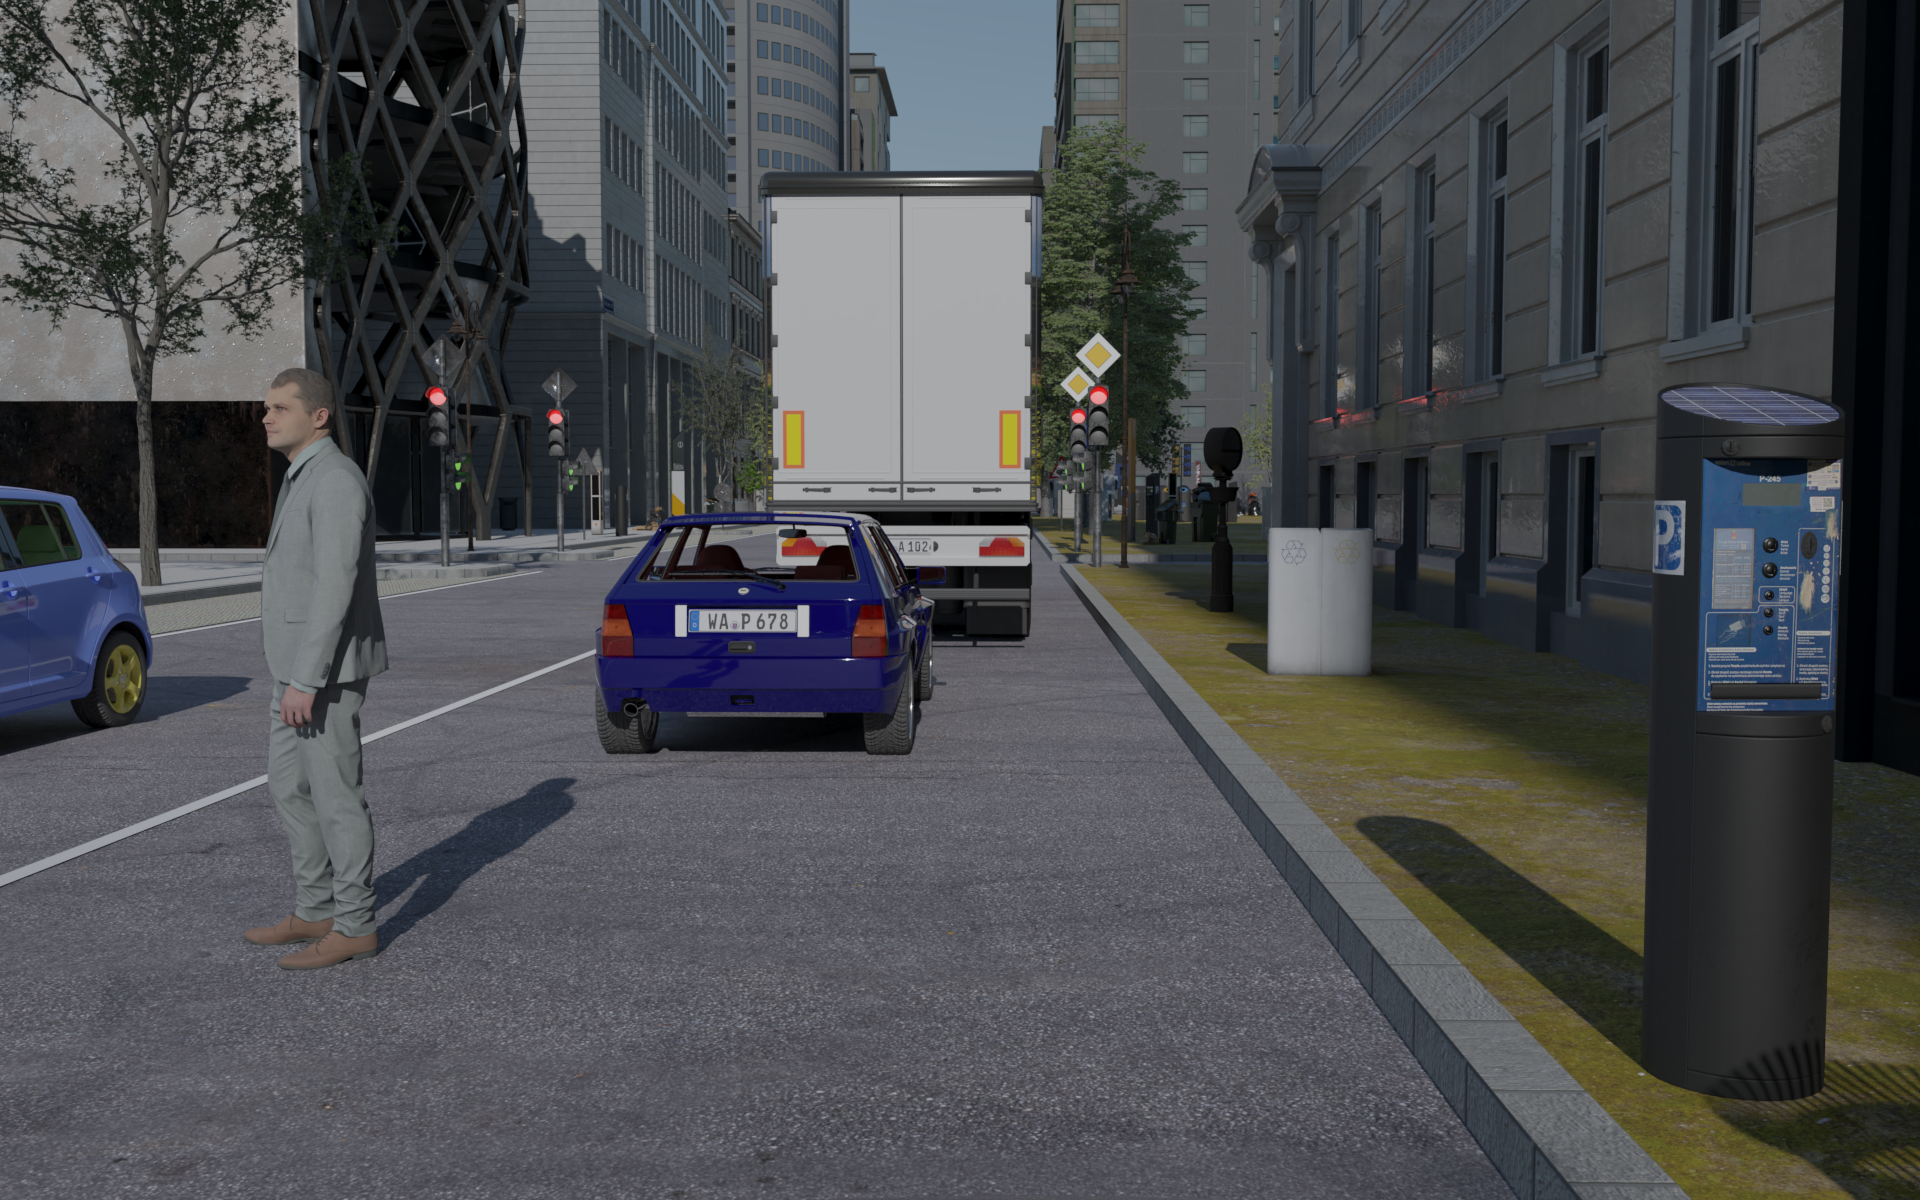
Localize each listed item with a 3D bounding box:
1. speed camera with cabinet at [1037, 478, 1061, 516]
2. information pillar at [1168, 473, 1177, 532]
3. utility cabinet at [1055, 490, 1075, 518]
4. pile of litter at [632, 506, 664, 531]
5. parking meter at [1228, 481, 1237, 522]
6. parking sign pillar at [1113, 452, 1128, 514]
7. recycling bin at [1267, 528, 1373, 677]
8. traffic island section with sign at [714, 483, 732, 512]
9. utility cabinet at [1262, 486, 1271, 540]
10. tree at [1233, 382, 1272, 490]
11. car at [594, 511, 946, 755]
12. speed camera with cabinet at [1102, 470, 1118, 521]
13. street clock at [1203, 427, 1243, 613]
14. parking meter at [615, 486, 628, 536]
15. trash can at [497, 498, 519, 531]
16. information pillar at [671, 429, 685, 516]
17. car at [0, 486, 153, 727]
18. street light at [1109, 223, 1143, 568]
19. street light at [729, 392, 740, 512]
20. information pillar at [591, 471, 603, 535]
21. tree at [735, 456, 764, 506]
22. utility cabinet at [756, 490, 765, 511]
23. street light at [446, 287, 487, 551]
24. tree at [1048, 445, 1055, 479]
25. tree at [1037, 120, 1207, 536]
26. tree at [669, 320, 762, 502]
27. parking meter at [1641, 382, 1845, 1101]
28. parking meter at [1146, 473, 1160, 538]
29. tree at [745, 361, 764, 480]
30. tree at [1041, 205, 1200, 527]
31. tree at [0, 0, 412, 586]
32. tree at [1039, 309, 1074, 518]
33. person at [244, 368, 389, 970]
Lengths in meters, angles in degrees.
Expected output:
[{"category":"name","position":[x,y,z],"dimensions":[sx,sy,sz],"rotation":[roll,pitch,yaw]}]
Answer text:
[{"category":"speed camera with cabinet","position":[5.241,-6.558,101.556],"dimensions":[0.660,3.252,2.038],"rotation":[-2,4,-26]},{"category":"information pillar","position":[7.282,-3.356,59.355],"dimensions":[0.304,2.012,0.304],"rotation":[0,4,6]},{"category":"utility cabinet","position":[5.798,-5.115,92.312],"dimensions":[1.173,1.500,0.318],"rotation":[-2,4,-27]},{"category":"pile of litter","position":[-10.813,-2.858,60.689],"dimensions":[1.176,0.858,1.719],"rotation":[-2,4,-33]},{"category":"parking meter","position":[12.322,-4.442,78.341],"dimensions":[0.399,1.863,0.255],"rotation":[2,4,27]},{"category":"parking sign pillar","position":[10.421,-7.396,109.392],"dimensions":[1.447,3.967,1.447],"rotation":[2,4,24]},{"category":"recycling bin","position":[2.603,0.001,12.542],"dimensions":[0.722,1.027,0.722],"rotation":[1,4,11]},{"category":"traffic island section with sign","position":[-8.376,-3.208,61.072],"dimensions":[1.989,1.847,2.006],"rotation":[0,4,1]},{"category":"utility cabinet","position":[8.641,-2.333,46.829],"dimensions":[0.318,1.500,1.173],"rotation":[-2,4,-29]},{"category":"tree","position":[19.697,-9.773,110.154],"dimensions":[4.737,8.622,4.395],"rotation":[0,3,0]},{"category":"car","position":[-1.080,0.105,10.871],"dimensions":[1.945,1.354,3.894],"rotation":[0,4,2]},{"category":"speed camera with cabinet","position":[6.993,-5.381,82.311],"dimensions":[0.660,3.252,2.038],"rotation":[1,4,19]},{"category":"street clock","position":[2.853,-0.871,18.810],"dimensions":[0.358,2.002,0.471],"rotation":[3,4,39]},{"category":"parking meter","position":[-10.387,-2.735,53.129],"dimensions":[0.372,1.533,0.369],"rotation":[0,3,0]},{"category":"trash can","position":[-15.830,-2.999,60.693],"dimensions":[0.748,1.137,0.748],"rotation":[0,3,0]},{"category":"information pillar","position":[-10.191,-4.362,62.670],"dimensions":[0.504,3.616,0.183],"rotation":[-3,5,-40]},{"category":"car","position":[-6.040,0.010,9.422],"dimensions":[1.945,1.707,3.694],"rotation":[0,4,3]},{"category":"street light","position":[2.845,-3.491,29.860],"dimensions":[0.468,5.910,1.993],"rotation":[0,4,1]},{"category":"street light","position":[-9.997,-6.339,76.435],"dimensions":[0.468,5.910,1.993],"rotation":[0,4,1]},{"category":"information pillar","position":[-11.360,-3.041,54.210],"dimensions":[0.304,2.012,0.304],"rotation":[0,4,6]},{"category":"tree","position":[-10.457,-5.643,86.858],"dimensions":[1.663,3.219,1.824],"rotation":[0,3,0]},{"category":"utility cabinet","position":[-10.591,-5.230,94.185],"dimensions":[0.318,1.500,1.173],"rotation":[2,4,34]},{"category":"street light","position":[-11.003,-4.036,38.781],"dimensions":[0.468,5.910,1.993],"rotation":[0,4,1]},{"category":"tree","position":[5.677,-11.820,143.617],"dimensions":[4.737,8.622,4.395],"rotation":[0,3,0]},{"category":"tree","position":[3.922,-8.256,53.112],"dimensions":[7.486,12.596,7.792],"rotation":[0,3,0]},{"category":"tree","position":[-10.074,-7.482,72.695],"dimensions":[4.360,8.622,3.978],"rotation":[0,3,0]},{"category":"parking meter","position":[1.709,0.282,3.793],"dimensions":[0.372,1.533,0.369],"rotation":[0,3,0]},{"category":"parking meter","position":[5.304,-2.565,47.651],"dimensions":[0.255,1.863,0.399],"rotation":[3,4,37]},{"category":"tree","position":[-9.687,-8.647,91.743],"dimensions":[4.737,8.622,4.395],"rotation":[0,3,0]},{"category":"tree","position":[4.769,-9.166,66.873],"dimensions":[9.611,12.733,9.660],"rotation":[0,3,0]},{"category":"tree","position":[-11.428,-5.451,23.542],"dimensions":[8.767,10.594,7.601],"rotation":[1,4,20]},{"category":"tree","position":[4.669,-11.458,93.990],"dimensions":[9.857,13.997,8.962],"rotation":[0,3,0]},{"category":"person","position":[-1.965,0.200,5.325],"dimensions":[0.391,1.810,0.635],"rotation":[-2,4,-32]}]
